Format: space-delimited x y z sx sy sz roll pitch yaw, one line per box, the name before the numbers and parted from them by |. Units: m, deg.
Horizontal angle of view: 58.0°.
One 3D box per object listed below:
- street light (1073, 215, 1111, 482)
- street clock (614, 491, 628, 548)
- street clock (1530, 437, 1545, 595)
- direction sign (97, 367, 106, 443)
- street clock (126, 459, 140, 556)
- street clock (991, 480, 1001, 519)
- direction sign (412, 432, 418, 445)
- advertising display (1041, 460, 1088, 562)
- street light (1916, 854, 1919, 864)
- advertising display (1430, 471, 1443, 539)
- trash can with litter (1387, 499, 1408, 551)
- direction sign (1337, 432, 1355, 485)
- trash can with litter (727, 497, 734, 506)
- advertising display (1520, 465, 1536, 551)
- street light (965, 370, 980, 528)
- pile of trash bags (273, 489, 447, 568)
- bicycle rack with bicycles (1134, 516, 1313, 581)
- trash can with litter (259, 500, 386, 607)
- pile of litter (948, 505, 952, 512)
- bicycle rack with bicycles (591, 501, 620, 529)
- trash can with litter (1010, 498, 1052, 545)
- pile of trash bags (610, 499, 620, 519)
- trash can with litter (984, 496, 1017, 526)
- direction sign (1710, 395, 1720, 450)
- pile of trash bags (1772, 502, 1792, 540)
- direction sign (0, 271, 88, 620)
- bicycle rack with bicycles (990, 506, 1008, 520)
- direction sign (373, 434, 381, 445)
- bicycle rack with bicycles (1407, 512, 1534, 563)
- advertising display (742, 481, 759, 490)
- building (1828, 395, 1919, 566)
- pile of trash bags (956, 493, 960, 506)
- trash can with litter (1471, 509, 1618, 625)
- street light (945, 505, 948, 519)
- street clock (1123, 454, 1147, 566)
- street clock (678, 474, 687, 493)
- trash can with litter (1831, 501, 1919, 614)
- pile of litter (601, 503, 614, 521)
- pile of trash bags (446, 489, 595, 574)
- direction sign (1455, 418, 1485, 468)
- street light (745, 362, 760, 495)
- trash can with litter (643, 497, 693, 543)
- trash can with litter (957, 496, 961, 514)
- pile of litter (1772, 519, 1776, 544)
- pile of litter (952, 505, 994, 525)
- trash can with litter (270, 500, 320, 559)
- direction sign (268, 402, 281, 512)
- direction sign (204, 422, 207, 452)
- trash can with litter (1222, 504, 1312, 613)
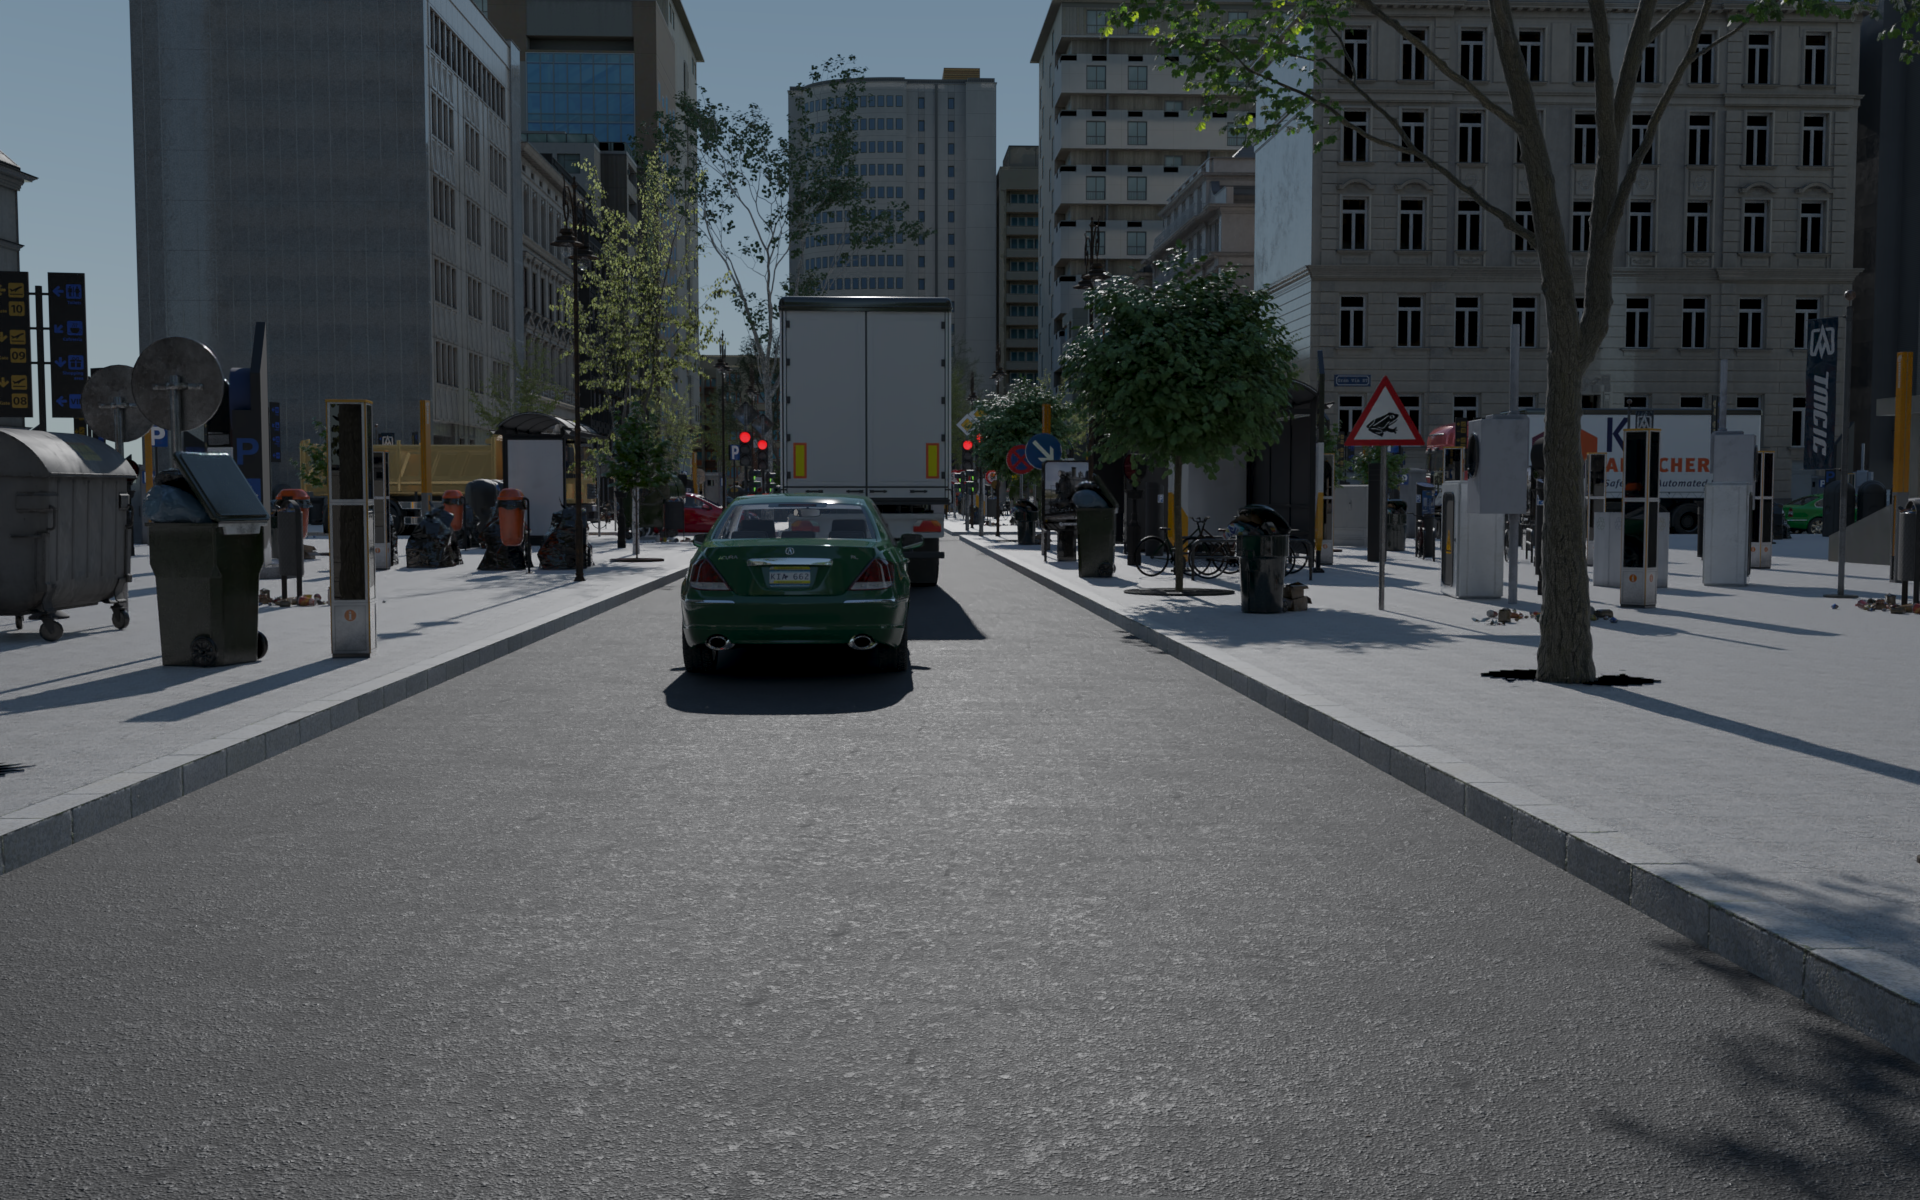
street light | 2.200 -3.441 29.048 0.468 5.910 1.993 0 4 -3
street clock | -8.043 -2.236 41.129 0.358 2.002 0.471 0 4 -4
street clock | 7.449 -1.058 21.874 0.471 2.002 0.358 -1 4 -23
direction sign | -15.687 -2.401 31.253 0.876 3.537 0.379 2 4 29
street clock | -17.215 -1.909 35.784 0.358 2.002 0.471 3 4 37
street clock | 1.851 -5.183 89.314 0.471 2.002 0.358 1 4 13
direction sign | -19.889 -4.360 63.282 0.379 3.537 0.876 -2 4 -29
advertising display | 2.033 -1.696 32.940 0.974 1.923 0.123 -1 4 -13
street light | 3.418 -2.021 5.825 0.468 5.910 1.993 0 4 -3
advertising display | 13.761 -2.702 49.384 0.974 1.923 0.123 -3 4 -36
trash can with litter | 9.790 -1.699 39.161 0.624 1.170 1.055 1 4 12
direction sign | 13.996 -4.337 62.905 0.876 3.537 0.379 -2 4 -34
trash can with litter | -10.134 -4.056 77.708 1.055 1.170 0.624 3 5 43
advertising display | 12.909 -2.090 39.379 0.123 1.923 0.974 0 4 5
street light | 0.454 -5.627 64.787 0.468 5.910 1.993 0 4 -3
pile of trash bags | -10.583 -1.297 30.951 3.447 1.369 1.912 0 4 6
bicycle rack with bicycles | 4.143 -0.813 26.676 2.925 0.926 2.852 0 4 0
trash can with litter | -7.927 -0.574 20.449 1.678 1.210 2.233 -3 5 -40
pile of litter | -0.869 -6.641 122.545 1.719 0.858 1.176 0 4 -6
bicycle rack with bicycles | -11.910 -3.125 64.481 2.925 0.926 2.852 1 4 13
trash can with litter | 1.808 -1.977 43.712 0.624 1.170 1.055 3 5 45
pile of trash bags | -15.924 -4.720 86.931 3.447 1.369 1.912 -3 5 -43
trash can with litter | 1.681 -3.607 70.026 2.233 1.210 1.678 -3 4 -38
direction sign | 17.406 -2.933 39.945 0.379 3.537 0.876 2 4 35
pile of trash bags | 22.278 -2.403 49.042 1.912 1.369 3.447 3 4 39
direction sign | -9.385 -1.574 17.737 0.876 3.537 0.379 -1 4 -12
bicycle rack with bicycles | 2.716 -4.384 85.062 2.852 0.926 2.925 1 4 16
direction sign | -21.850 -4.456 64.855 0.876 3.537 0.379 -2 4 -31
bicycle rack with bicycles | 9.878 -1.215 33.251 2.852 0.926 2.925 1 4 16
advertising display | -10.080 -4.783 83.416 0.974 1.923 0.123 -3 5 -43
building | 32.990 -20.416 25.682 32.217 40.220 23.993 0 4 -3
pile of trash bags | 0.679 -6.665 118.726 1.912 1.369 3.447 -3 4 -37
trash can with litter | 5.921 -0.409 17.750 2.233 1.210 1.678 -3 4 -38
street light | -0.699 -7.084 88.610 0.468 5.910 1.993 0 4 -3
street clock | 3.133 -1.622 31.088 0.358 2.002 0.471 -2 4 -26
street clock | -9.845 -3.474 61.378 0.358 2.002 0.471 -2 4 -29
trash can with litter | 10.557 -0.497 19.176 1.678 1.210 2.233 1 4 16
pile of litter | -17.272 -4.260 83.623 1.176 0.858 1.719 -1 4 -10
pile of trash bags | -7.280 -1.199 29.354 1.912 1.369 3.447 0 4 -3
direction sign | 15.092 -3.628 51.322 0.876 3.537 0.379 0 4 0
street light | -7.291 -5.387 60.864 0.468 5.910 1.993 0 4 -3
trash can with litter | -7.239 -2.146 46.145 2.233 1.210 1.678 0 4 1
trash can with litter | 0.172 -5.999 109.471 0.624 1.170 1.055 -1 4 -8
pile of litter | 20.576 -1.892 44.901 1.176 0.858 1.719 3 4 36
pile of litter | 0.731 -3.629 73.302 1.176 0.858 1.719 -2 4 -32
trash can with litter | -13.183 -1.401 34.296 1.055 1.170 0.624 1 4 16
direction sign | -16.924 -3.085 42.435 0.379 3.537 0.876 1 4 15
direction sign | -17.219 -2.936 40.005 0.876 3.537 0.379 3 5 41
trash can with litter | 3.381 -0.460 18.905 0.624 1.170 1.055 3 5 40
